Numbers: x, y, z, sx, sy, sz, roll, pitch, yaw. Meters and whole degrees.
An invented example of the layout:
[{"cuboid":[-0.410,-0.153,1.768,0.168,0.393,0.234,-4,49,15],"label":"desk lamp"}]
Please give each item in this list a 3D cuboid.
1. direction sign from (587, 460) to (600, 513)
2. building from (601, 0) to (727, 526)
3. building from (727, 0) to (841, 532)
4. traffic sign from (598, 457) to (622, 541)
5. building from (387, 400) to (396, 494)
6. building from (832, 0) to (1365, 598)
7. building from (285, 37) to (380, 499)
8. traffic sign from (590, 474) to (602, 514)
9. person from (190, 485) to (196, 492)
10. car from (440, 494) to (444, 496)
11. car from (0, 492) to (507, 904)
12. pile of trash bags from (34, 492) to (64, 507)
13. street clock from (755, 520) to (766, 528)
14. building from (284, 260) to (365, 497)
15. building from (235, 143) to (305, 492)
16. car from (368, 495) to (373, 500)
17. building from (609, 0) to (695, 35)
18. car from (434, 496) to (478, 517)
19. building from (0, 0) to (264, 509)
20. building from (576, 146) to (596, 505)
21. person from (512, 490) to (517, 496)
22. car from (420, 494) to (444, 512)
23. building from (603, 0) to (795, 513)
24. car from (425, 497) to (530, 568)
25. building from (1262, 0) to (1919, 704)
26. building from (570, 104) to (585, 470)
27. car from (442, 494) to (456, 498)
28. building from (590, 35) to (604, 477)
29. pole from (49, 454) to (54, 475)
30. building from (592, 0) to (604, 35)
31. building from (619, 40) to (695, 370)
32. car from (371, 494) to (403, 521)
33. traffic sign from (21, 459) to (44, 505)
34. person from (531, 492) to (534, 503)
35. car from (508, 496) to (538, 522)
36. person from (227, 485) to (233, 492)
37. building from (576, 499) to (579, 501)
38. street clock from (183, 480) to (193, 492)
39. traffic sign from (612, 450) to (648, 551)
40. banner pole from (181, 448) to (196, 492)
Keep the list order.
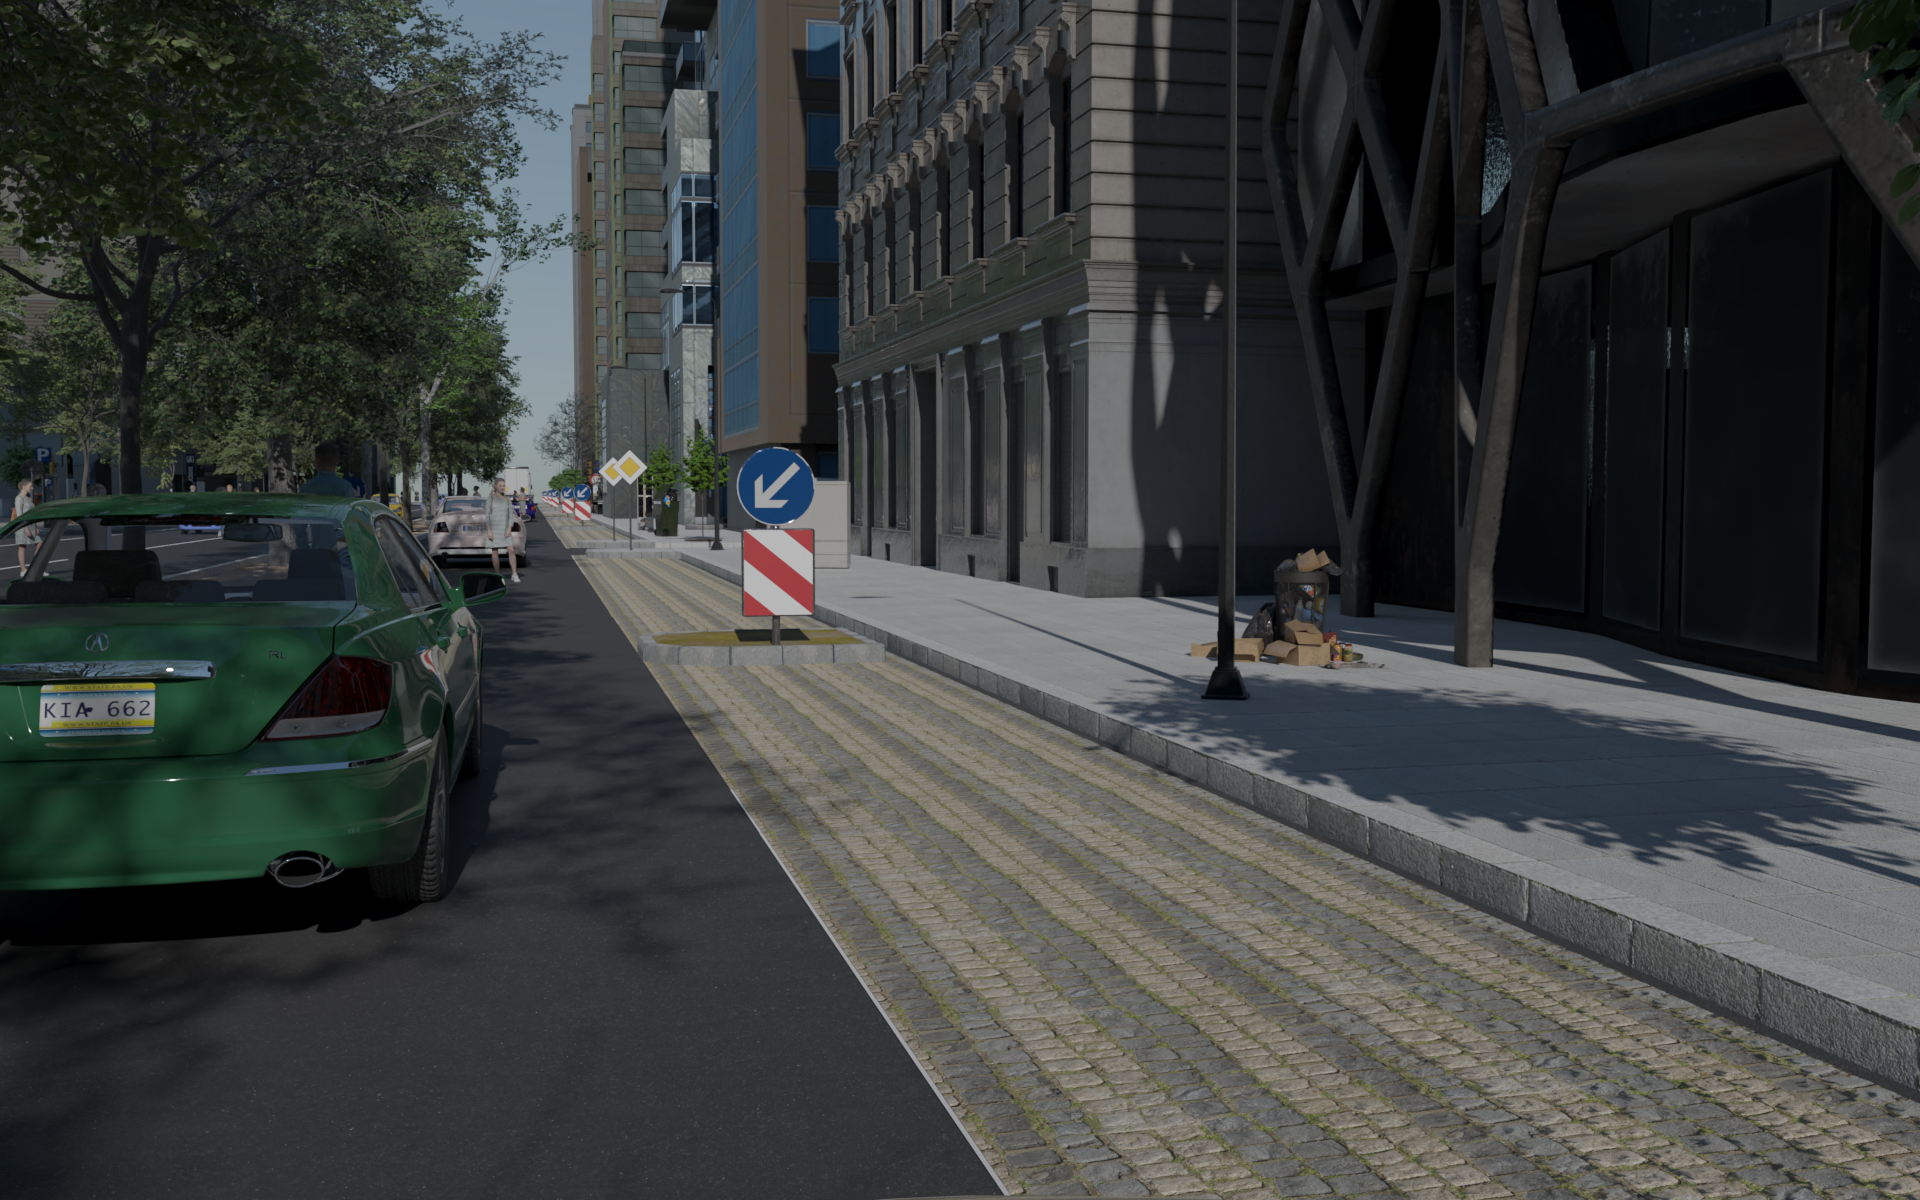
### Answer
[{"cuboid":[-24.299,-7.511,114.809,0.876,3.537,0.379,-2,4,-35],"label":"direction sign"},{"cuboid":[-6.017,-47.226,84.821,22.319,86.520,31.000,-1,4,-14],"label":"building"},{"cuboid":[-0.063,-24.763,54.983,14.200,45.320,14.600,-1,4,-14],"label":"building"},{"cuboid":[-9.413,-2.656,47.063,0.795,2.450,0.064,-1,4,-14],"label":"traffic sign"},{"cuboid":[-93.680,-43.245,249.062,21.231,58.520,28.212,-1,4,-14],"label":"building"},{"cuboid":[3.939,-11.088,30.435,9.793,20.994,18.267,-1,4,-14],"label":"building"},{"cuboid":[-86.882,-41.558,221.475,21.231,58.520,28.212,-1,4,-14],"label":"building"},{"cuboid":[-22.983,-6.687,109.440,0.768,2.556,0.104,-1,4,-9],"label":"traffic sign"},{"cuboid":[-32.827,-4.017,74.347,0.590,1.801,0.661,-2,4,-33],"label":"person"},{"cuboid":[-71.971,-14.055,239.387,1.945,1.707,3.694,-1,4,-15],"label":"car"},{"cuboid":[-3.016,0.276,7.278,2.131,1.459,4.920,-1,4,-13],"label":"car"},{"cuboid":[-50.541,-5.321,96.744,3.447,1.369,1.912,2,4,23],"label":"pile of trash bags"},{"cuboid":[-4.218,-1.963,36.663,0.471,2.002,0.358,-3,4,-38],"label":"street clock"},{"cuboid":[-77.957,-26.366,202.781,14.160,30.474,14.107,-1,4,-14],"label":"building"},{"cuboid":[-71.871,-32.592,152.479,23.786,49.044,30.456,-1,4,-14],"label":"building"},{"cuboid":[-45.897,-7.575,136.437,1.945,1.354,3.894,-1,4,-14],"label":"car"},{"cuboid":[-19.501,-27.435,132.161,14.154,41.232,14.086,-1,4,-14],"label":"building"},{"cuboid":[-16.951,-2.870,59.289,2.083,1.381,4.827,-1,4,-12],"label":"car"},{"cuboid":[-66.596,-32.699,123.874,28.713,52.752,27.495,-1,4,-14],"label":"building"},{"cuboid":[-41.046,-34.813,219.306,14.600,45.320,14.200,-1,4,-14],"label":"building"},{"cuboid":[-34.119,-7.540,132.497,1.217,1.743,0.721,2,4,31],"label":"person"},{"cuboid":[-42.918,-8.035,140.957,1.945,1.707,3.694,-1,4,-13],"label":"car"},{"cuboid":[-22.562,-30.334,146.068,14.600,45.320,14.200,-1,4,-14],"label":"building"},{"cuboid":[-9.718,-1.379,34.917,2.083,1.381,4.827,-1,4,-15],"label":"car"},{"cuboid":[11.831,-8.922,13.324,16.820,18.784,16.811,-1,4,-14],"label":"building"},{"cuboid":[-48.189,-44.151,263.875,21.231,58.520,28.212,-1,4,-14],"label":"building"},{"cuboid":[-46.741,-8.976,158.755,2.014,1.417,4.499,-1,4,-14],"label":"car"},{"cuboid":[-26.705,-29.120,159.712,14.154,41.232,14.086,-1,4,-14],"label":"building"},{"cuboid":[-46.151,-5.763,88.070,0.158,3.312,0.155,0,3,0],"label":"pole"},{"cuboid":[-27.449,-39.079,180.947,21.231,58.520,28.212,-1,4,-14],"label":"building"},{"cuboid":[-15.576,-21.033,115.586,14.160,30.474,14.107,-1,4,-14],"label":"building"},{"cuboid":[-27.370,-4.426,82.588,2.015,1.641,3.980,-1,4,-16],"label":"car"},{"cuboid":[-33.510,-3.823,62.613,0.768,2.556,0.104,-1,4,-13],"label":"traffic sign"},{"cuboid":[-66.715,-15.932,269.788,0.445,1.727,0.742,3,5,44],"label":"person"},{"cuboid":[-22.883,-4.724,89.814,1.945,1.354,3.894,-1,4,-16],"label":"car"},{"cuboid":[-24.839,-3.016,58.490,0.598,1.740,0.731,2,4,24],"label":"person"},{"cuboid":[-36.913,-33.534,240.163,32.217,40.220,23.993,-1,4,-14],"label":"building"},{"cuboid":[-40.819,-5.324,91.614,0.471,2.002,0.358,-2,4,-30],"label":"street clock"},{"cuboid":[-7.487,-2.182,39.312,0.795,2.450,0.064,-1,4,-14],"label":"traffic sign"},{"cuboid":[-41.986,-6.370,94.169,0.863,3.779,0.401,-1,4,-14],"label":"banner pole"}]
